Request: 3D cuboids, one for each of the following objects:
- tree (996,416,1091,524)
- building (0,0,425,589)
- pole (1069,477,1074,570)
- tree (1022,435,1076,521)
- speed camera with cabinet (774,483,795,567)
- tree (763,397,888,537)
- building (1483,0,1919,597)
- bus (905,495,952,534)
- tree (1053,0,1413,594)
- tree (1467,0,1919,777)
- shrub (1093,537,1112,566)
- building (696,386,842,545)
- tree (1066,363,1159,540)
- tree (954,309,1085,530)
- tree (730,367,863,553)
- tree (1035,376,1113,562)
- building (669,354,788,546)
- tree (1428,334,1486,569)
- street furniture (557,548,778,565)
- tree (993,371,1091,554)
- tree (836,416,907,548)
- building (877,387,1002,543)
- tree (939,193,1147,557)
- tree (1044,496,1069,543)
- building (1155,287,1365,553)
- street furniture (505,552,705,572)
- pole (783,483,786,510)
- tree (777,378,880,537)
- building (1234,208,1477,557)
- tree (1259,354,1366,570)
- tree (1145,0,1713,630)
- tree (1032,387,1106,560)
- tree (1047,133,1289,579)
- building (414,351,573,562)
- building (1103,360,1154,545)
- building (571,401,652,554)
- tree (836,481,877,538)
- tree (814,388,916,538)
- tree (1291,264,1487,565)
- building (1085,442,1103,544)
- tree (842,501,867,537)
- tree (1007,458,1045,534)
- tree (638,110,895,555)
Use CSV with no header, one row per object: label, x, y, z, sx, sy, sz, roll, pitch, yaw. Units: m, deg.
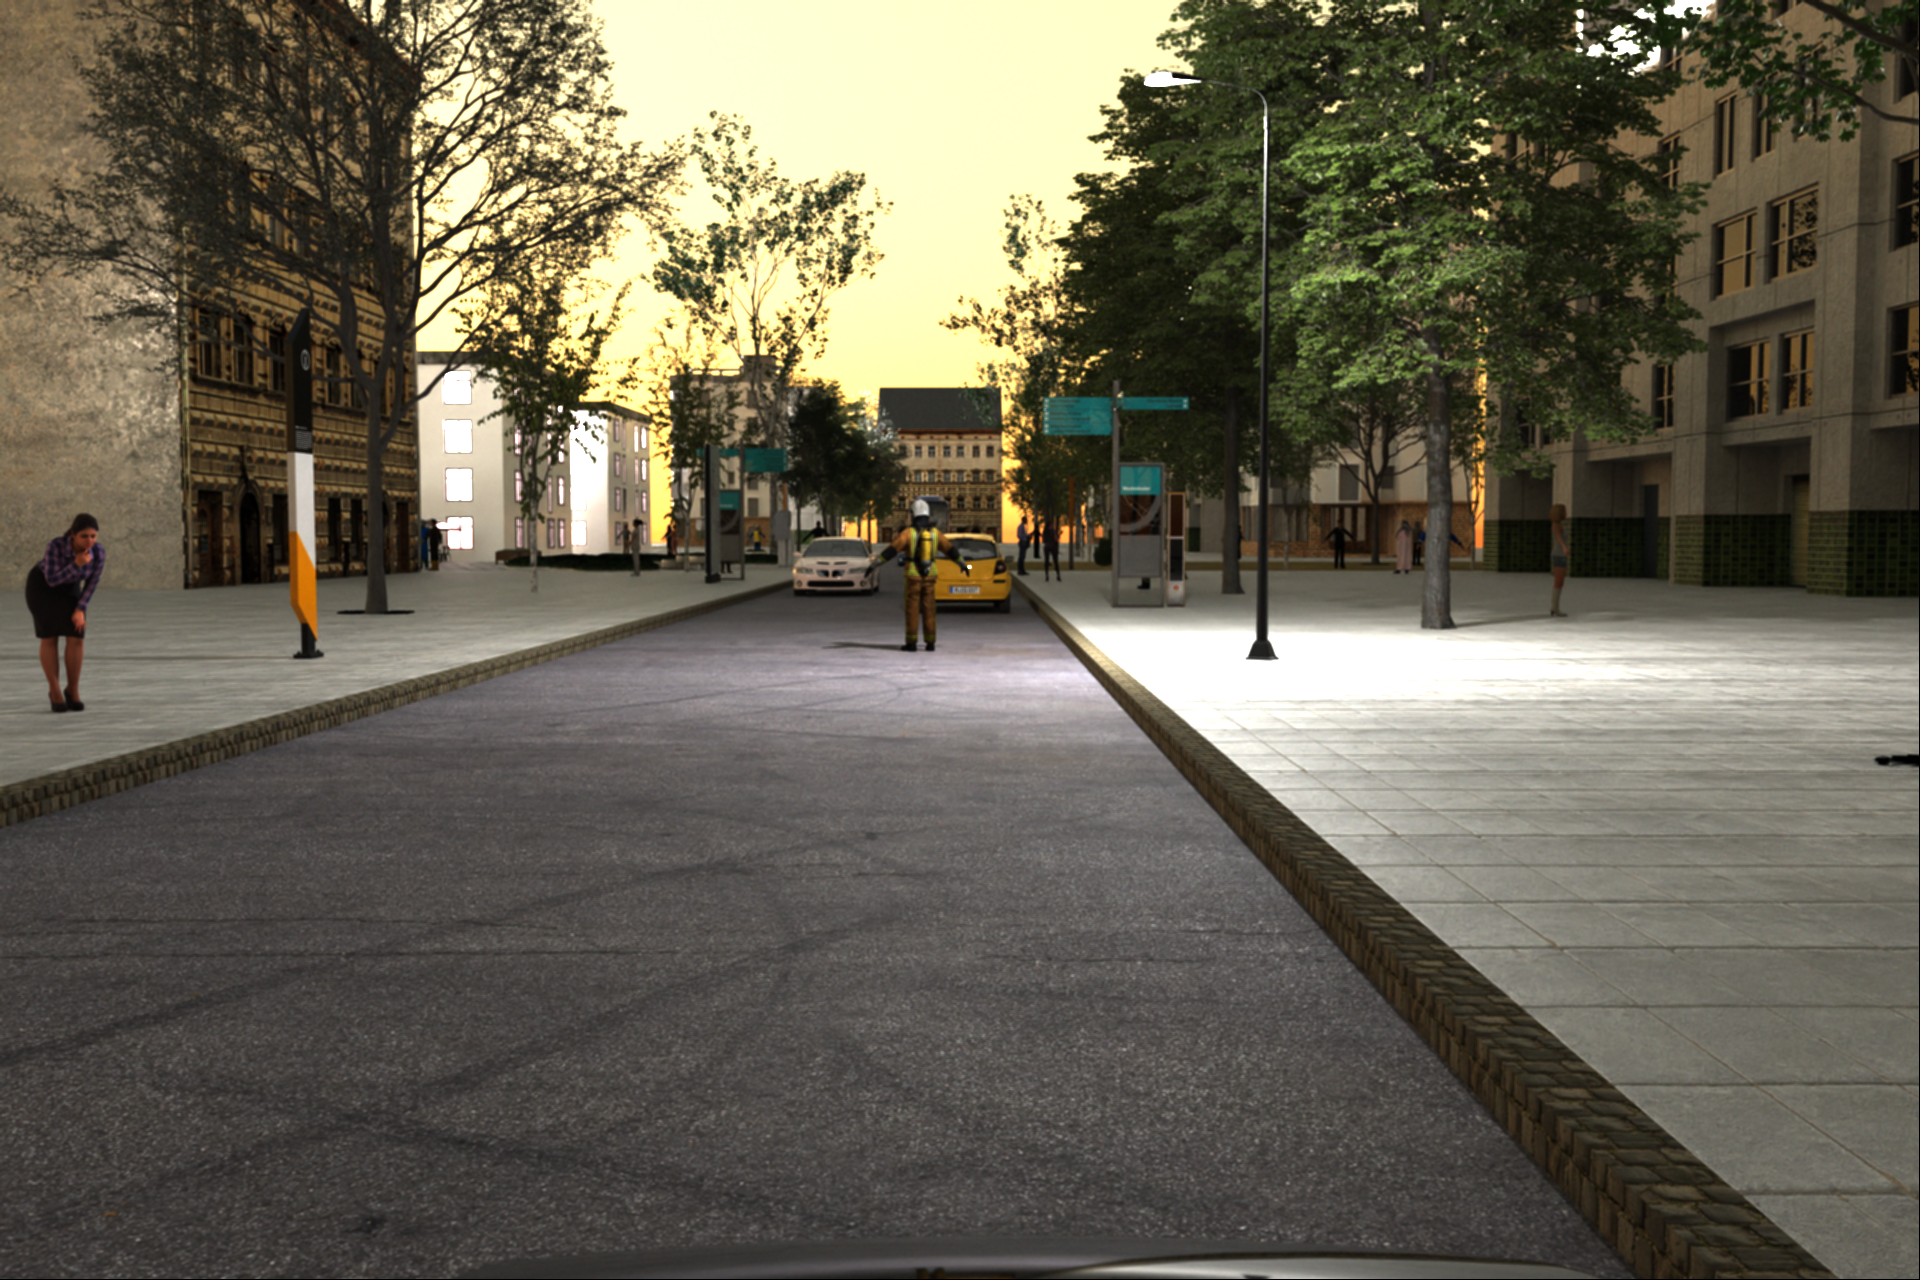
tree,6.240,-11.962,129.997,7.601,10.594,8.767,0,4,-8
building,-27.252,-13.296,48.324,19.493,23.208,18.063,0,4,-1
pole,3.986,-4.166,61.958,0.158,3.312,0.155,0,3,0
tree,6.490,-10.473,121.588,4.737,8.622,4.395,0,3,0
speed camera with cabinet,-6.884,-4.502,67.944,0.660,3.252,2.038,0,4,1
tree,-8.748,-10.856,111.906,8.767,10.594,7.601,-2,4,-27
building,26.391,-10.809,43.189,16.747,18.905,31.486,0,4,0
bus,-1.940,-7.438,113.165,2.896,3.916,12.251,0,3,0
tree,5.709,-7.238,36.462,7.486,12.596,7.792,0,3,0
tree,5.784,-5.096,9.074,9.928,11.665,9.643,0,3,0
shrub,5.738,-3.531,68.852,1.383,1.207,1.383,0,3,0
building,-24.756,-21.825,223.301,16.747,18.905,31.486,0,4,0
tree,6.033,-7.586,74.397,4.360,8.622,3.978,0,3,0
tree,5.697,-17.911,148.729,12.611,20.169,13.585,0,3,0
tree,-9.160,-9.868,95.749,8.767,10.594,7.601,2,4,28
tree,5.828,-7.921,79.867,4.737,8.622,4.395,0,3,0
building,-24.608,-20.006,183.520,16.016,20.090,11.380,0,4,1
tree,18.646,-6.887,62.960,4.360,8.622,3.978,0,3,0
street furniture,-12.423,-3.553,73.710,10.072,0.657,5.734,-1,4,-10
tree,5.827,-11.272,110.052,9.928,11.665,9.643,0,3,0
tree,-8.769,-15.093,164.892,7.486,12.596,7.792,0,3,0
building,-2.906,-25.937,257.454,18.063,23.208,19.493,0,4,0
tree,5.378,-14.797,97.826,12.611,20.169,13.585,0,3,0
tree,14.266,-18.385,250.960,4.737,8.622,4.395,0,3,0
building,24.902,-16.268,132.447,16.747,18.905,31.486,0,4,1
street furniture,-12.925,-2.956,63.950,5.734,0.657,10.072,-2,4,-28
pole,-7.036,-4.644,69.768,0.158,3.312,0.155,0,3,0
tree,-9.656,-12.756,126.694,7.486,12.596,7.792,0,3,0
building,22.135,-15.348,107.356,16.016,20.090,11.380,0,4,0
tree,11.480,-6.810,61.707,4.360,8.622,3.978,0,3,0
tree,6.068,-6.429,23.245,7.486,12.596,7.792,0,3,0
tree,6.240,-8.318,86.353,4.360,8.622,3.978,0,3,0
tree,5.982,-7.978,48.565,7.486,12.596,7.792,0,3,0
building,-25.364,-9.255,93.473,9.099,9.664,28.070,0,4,0
building,24.635,-19.342,182.701,16.747,18.905,31.486,0,4,0
building,-26.446,-11.094,123.534,9.099,9.664,28.070,0,4,1
tree,-9.023,-12.682,157.706,4.360,8.622,3.978,0,3,0
tree,-8.378,-14.358,145.127,12.009,13.543,11.850,0,3,0
tree,17.277,-9.877,71.864,12.009,13.543,11.850,0,3,0
building,21.841,-22.964,231.884,16.016,20.090,11.380,0,4,0
tree,-16.661,-20.582,254.636,7.486,12.596,7.792,0,3,0
tree,6.246,-12.885,161.023,4.737,8.622,4.395,0,3,0
tree,-10.141,-13.733,80.418,12.611,20.169,13.585,0,3,0
